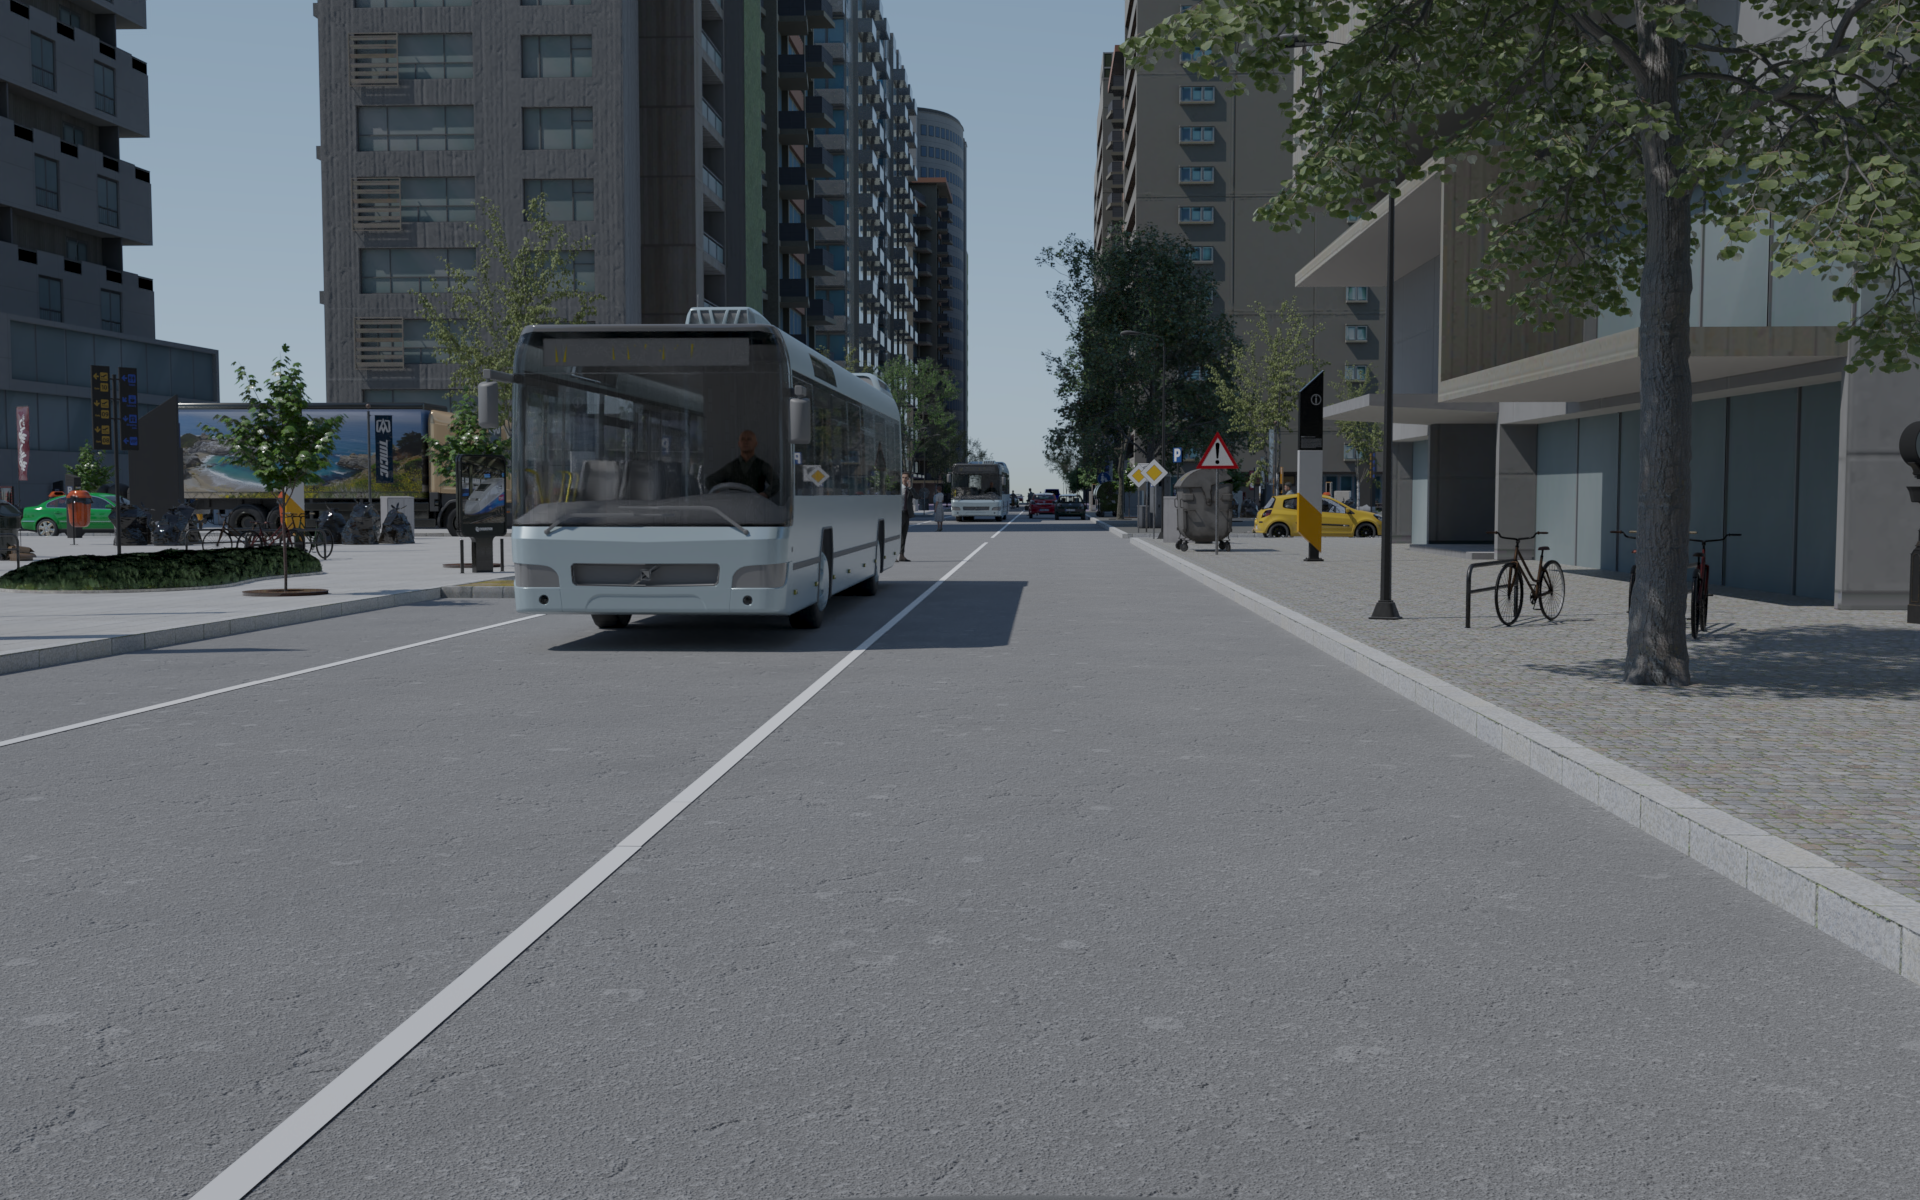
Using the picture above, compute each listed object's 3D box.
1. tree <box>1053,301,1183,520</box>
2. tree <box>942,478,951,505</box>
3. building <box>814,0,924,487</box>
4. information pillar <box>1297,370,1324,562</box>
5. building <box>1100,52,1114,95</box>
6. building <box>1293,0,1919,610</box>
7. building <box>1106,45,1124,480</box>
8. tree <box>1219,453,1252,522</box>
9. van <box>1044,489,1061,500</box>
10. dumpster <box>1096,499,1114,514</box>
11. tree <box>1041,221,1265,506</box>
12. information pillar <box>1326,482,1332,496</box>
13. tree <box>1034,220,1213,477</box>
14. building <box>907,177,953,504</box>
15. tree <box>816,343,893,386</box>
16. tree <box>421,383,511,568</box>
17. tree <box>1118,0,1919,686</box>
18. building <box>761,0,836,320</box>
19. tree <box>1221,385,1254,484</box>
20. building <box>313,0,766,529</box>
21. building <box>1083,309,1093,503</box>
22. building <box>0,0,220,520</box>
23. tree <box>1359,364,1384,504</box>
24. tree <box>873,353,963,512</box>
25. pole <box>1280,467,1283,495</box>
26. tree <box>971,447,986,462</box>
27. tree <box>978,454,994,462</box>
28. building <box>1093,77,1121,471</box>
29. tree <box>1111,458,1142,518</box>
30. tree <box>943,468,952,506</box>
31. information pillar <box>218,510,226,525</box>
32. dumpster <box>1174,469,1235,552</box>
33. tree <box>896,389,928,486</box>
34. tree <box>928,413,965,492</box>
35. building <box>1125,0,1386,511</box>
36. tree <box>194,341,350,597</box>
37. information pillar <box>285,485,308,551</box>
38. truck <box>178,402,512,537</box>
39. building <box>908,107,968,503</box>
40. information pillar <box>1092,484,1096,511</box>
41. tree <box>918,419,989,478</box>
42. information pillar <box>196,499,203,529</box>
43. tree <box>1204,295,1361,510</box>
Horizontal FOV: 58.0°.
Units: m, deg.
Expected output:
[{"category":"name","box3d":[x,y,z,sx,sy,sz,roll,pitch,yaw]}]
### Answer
[{"category":"tree","box3d":[8.151,-9.830,86.469,9.928,11.665,9.643,0,3,0]},{"category":"tree","box3d":[-1.322,-11.353,180.220,1.663,3.219,1.824,0,3,0]},{"category":"building","box3d":[-16.084,-34.239,179.420,23.786,49.044,30.456,0,4,3]},{"category":"information pillar","box3d":[6.655,-2.538,32.859,0.504,3.616,0.183,-1,4,-12]},{"category":"building","box3d":[30.759,-51.461,279.635,20.563,71.187,20.611,0,4,3]},{"category":"building","box3d":[21.450,-27.000,30.685,28.713,52.752,27.495,0,4,3]},{"category":"building","box3d":[25.457,-31.412,168.203,22.147,44.769,28.867,0,4,3]},{"category":"tree","box3d":[12.552,-5.243,80.324,1.663,3.219,1.824,0,3,0]},{"category":"van","box3d":[10.672,-12.085,201.969,2.240,2.365,5.245,0,4,1]},{"category":"dumpster","box3d":[8.738,-5.988,103.661,1.264,1.857,1.865,0,4,3]},{"category":"tree","box3d":[8.157,-9.548,73.118,9.611,12.733,9.660,0,3,0]},{"category":"information pillar","box3d":[22.725,-6.251,106.695,0.304,2.012,0.304,2,4,31]},{"category":"tree","box3d":[11.276,-16.002,117.518,12.611,20.169,13.585,0,3,0]},{"category":"building","box3d":[-12.324,-35.435,233.986,22.147,44.769,28.867,0,4,3]},{"category":"tree","box3d":[-5.886,-8.142,83.477,4.737,8.622,4.395,0,3,0]},{"category":"tree","box3d":[-8.700,-2.191,30.426,1.663,3.219,1.824,0,3,0]},{"category":"tree","box3d":[4.540,-5.729,11.791,7.486,12.596,7.792,0,3,0]},{"category":"building","box3d":[-19.046,-27.219,99.660,22.147,44.769,28.867,0,4,3]},{"category":"tree","box3d":[16.143,-9.486,105.463,4.360,8.622,3.978,0,3,0]},{"category":"building","box3d":[-15.754,-23.516,68.087,14.154,41.232,14.086,0,4,3]},{"category":"building","box3d":[25.730,-30.076,263.447,14.160,30.474,14.107,0,4,3]},{"category":"building","box3d":[-52.331,-29.671,74.354,27.495,52.752,28.713,0,4,3]},{"category":"tree","box3d":[22.281,-8.893,95.757,4.737,8.622,4.395,0,3,0]},{"category":"tree","box3d":[-3.752,-12.285,126.619,9.928,11.665,9.643,0,3,0]},{"category":"pole","box3d":[24.292,-8.374,130.764,0.158,3.312,0.155,0,3,0]},{"category":"tree","box3d":[2.491,-18.928,259.833,4.360,8.622,3.978,0,3,0]},{"category":"tree","box3d":[4.326,-20.868,291.557,4.737,8.622,4.395,0,3,0]},{"category":"building","box3d":[26.175,-34.836,193.270,21.300,48.544,21.600,0,4,3]},{"category":"tree","box3d":[9.050,-6.002,92.741,1.663,3.219,1.824,0,3,0]},{"category":"tree","box3d":[-0.323,-12.654,190.598,4.285,4.588,4.351,0,3,0]},{"category":"information pillar","box3d":[-30.184,-4.057,70.816,0.304,2.012,0.304,-2,4,-25]},{"category":"dumpster","box3d":[5.530,-2.042,39.148,1.264,1.857,1.865,0,4,3]},{"category":"tree","box3d":[-4.698,-10.044,114.583,4.360,8.622,3.978,0,3,0]},{"category":"tree","box3d":[-1.961,-12.359,152.428,4.360,8.622,3.978,0,3,0]},{"category":"building","box3d":[24.568,-31.699,141.982,21.300,48.544,21.600,0,4,3]},{"category":"tree","box3d":[-8.484,-1.674,21.966,1.663,3.219,1.824,0,3,0]},{"category":"information pillar","box3d":[-14.776,-2.878,38.416,0.183,3.616,0.504,2,4,31]},{"category":"truck","box3d":[-18.629,-3.995,54.225,11.283,4.237,2.839,0,4,1]},{"category":"building","box3d":[-10.065,-44.035,261.977,21.231,58.520,28.212,0,4,3]},{"category":"information pillar","box3d":[9.986,-7.628,129.202,0.304,2.012,0.304,0,4,1]},{"category":"tree","box3d":[-0.583,-16.489,204.011,8.767,10.594,7.601,0,4,-8]},{"category":"information pillar","box3d":[-26.675,-4.240,60.681,0.183,3.616,0.504,-1,4,-9]},{"category":"tree","box3d":[11.474,-6.943,63.887,4.737,8.622,4.395,0,3,0]}]
